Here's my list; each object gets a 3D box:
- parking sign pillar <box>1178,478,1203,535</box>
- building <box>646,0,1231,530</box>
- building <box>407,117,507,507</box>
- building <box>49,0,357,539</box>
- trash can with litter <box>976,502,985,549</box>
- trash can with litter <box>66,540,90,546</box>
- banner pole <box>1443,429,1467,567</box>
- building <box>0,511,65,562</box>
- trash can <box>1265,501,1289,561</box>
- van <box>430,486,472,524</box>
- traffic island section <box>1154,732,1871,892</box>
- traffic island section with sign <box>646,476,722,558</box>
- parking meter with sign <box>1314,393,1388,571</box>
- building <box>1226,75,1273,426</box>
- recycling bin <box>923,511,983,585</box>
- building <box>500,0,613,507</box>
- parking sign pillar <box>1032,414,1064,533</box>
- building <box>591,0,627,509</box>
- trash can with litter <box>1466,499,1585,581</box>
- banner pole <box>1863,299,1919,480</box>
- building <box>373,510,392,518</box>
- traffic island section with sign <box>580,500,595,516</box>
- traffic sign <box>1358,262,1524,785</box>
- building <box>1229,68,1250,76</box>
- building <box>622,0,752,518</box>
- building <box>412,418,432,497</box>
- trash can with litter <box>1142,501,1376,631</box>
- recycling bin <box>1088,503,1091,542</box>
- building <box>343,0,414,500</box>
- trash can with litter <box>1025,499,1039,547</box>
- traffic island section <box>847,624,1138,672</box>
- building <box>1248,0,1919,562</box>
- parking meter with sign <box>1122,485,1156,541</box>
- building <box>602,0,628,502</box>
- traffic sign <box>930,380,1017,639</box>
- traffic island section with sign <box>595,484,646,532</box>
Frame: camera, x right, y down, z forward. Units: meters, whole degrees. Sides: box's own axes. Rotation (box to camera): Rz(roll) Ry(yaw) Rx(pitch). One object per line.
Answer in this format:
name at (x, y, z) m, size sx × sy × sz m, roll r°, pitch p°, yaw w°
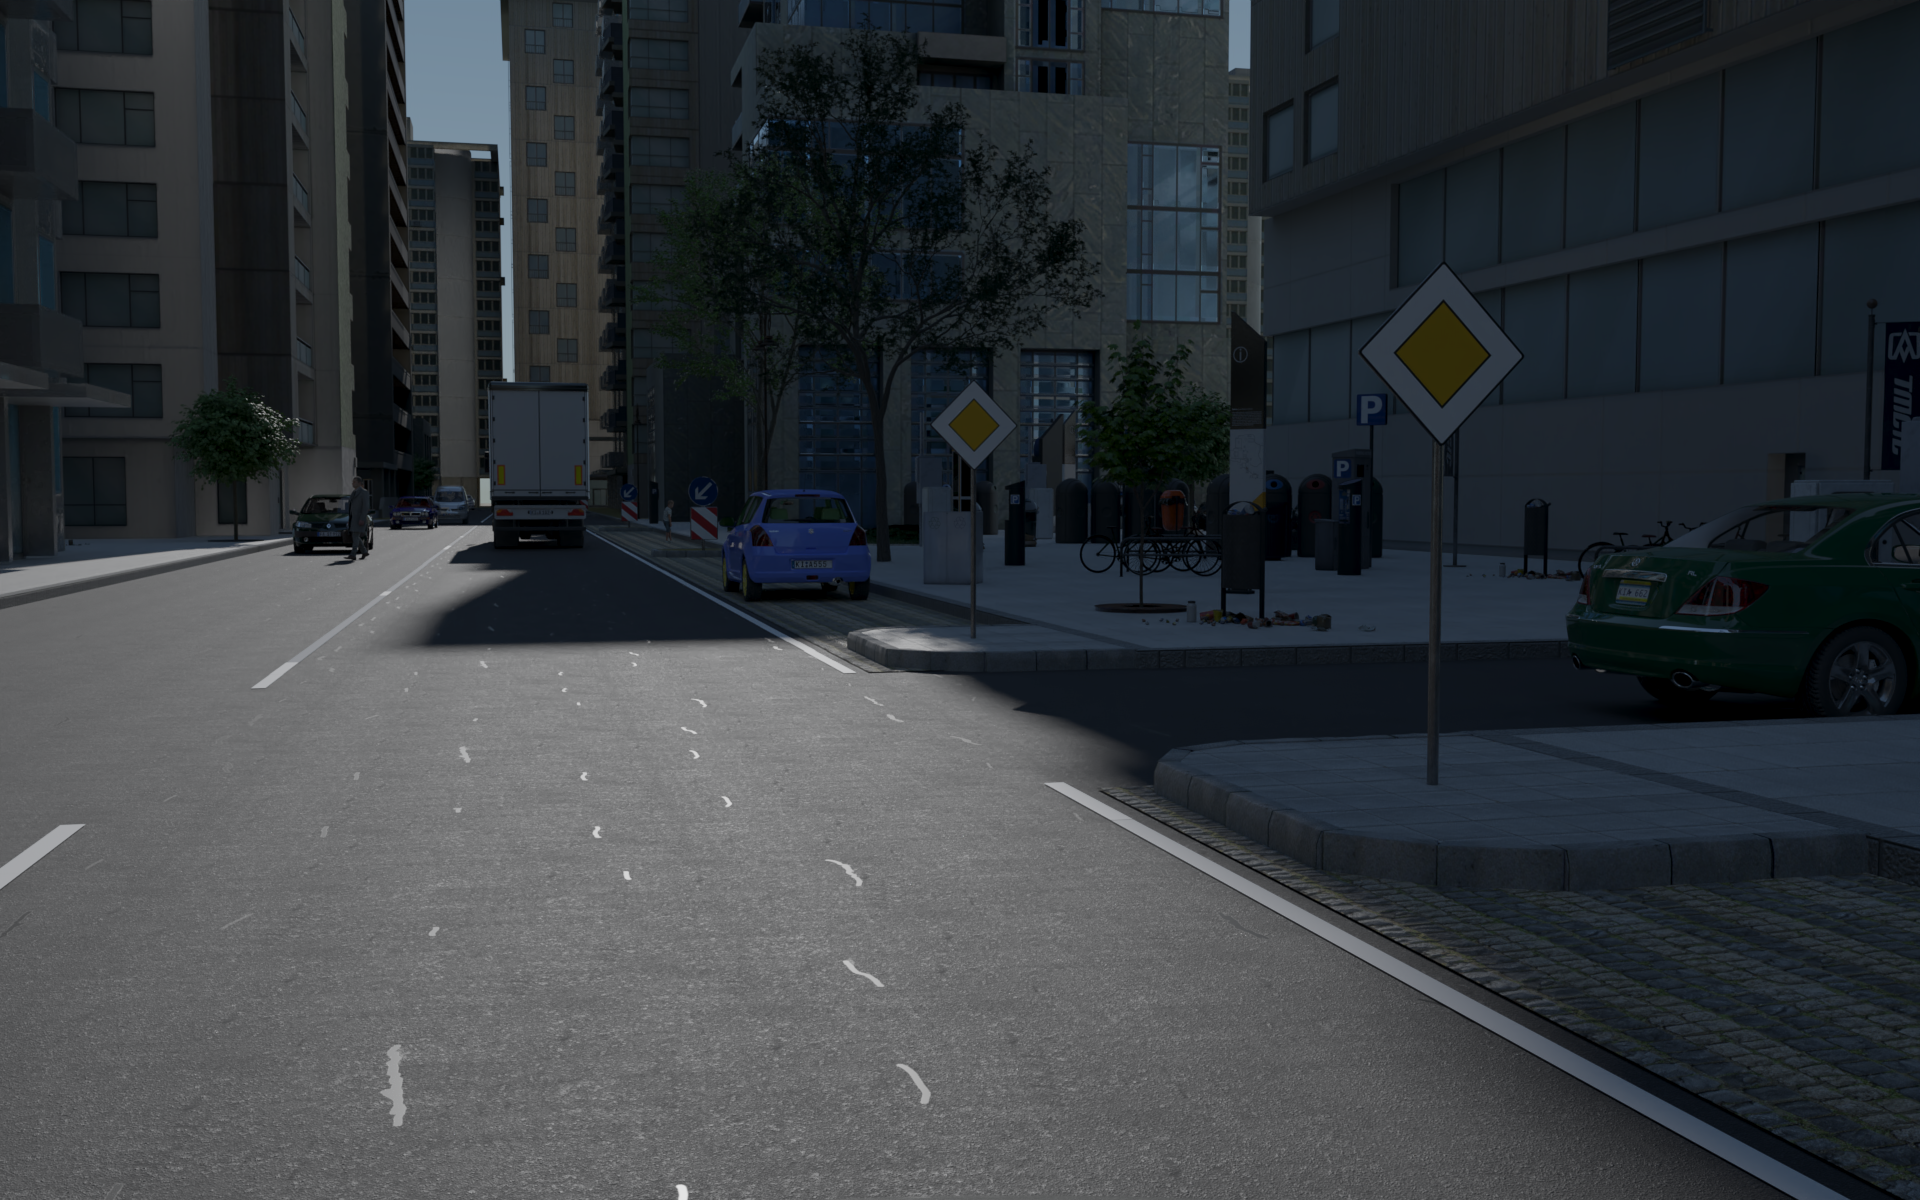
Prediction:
parking sign pillar at (6.776, -3.970, 53.375) m, size 1.447 × 3.967 × 1.447 m, roll -1°, pitch 4°, yaw -16°
building at (-1.499, -46.604, 74.654) m, size 22.319 × 86.520 × 31.000 m, roll -1°, pitch 4°, yaw -14°
building at (-59.692, -29.876, 180.349) m, size 23.993 × 40.220 × 32.217 m, roll -1°, pitch 4°, yaw -14°
building at (-27.171, -22.641, 53.775) m, size 14.154 × 41.232 × 14.086 m, roll -1°, pitch 4°, yaw -14°
trash can with litter at (0.315, -1.665, 38.612) m, size 0.624 × 1.170 × 1.055 m, roll -1°, pitch 4°, yaw -18°
trash can with litter at (-22.682, -1.939, 42.756) m, size 2.233 × 1.210 × 1.678 m, roll -3°, pitch 4°, yaw -37°
banner pole at (8.590, -2.459, 30.225) m, size 0.401 × 3.779 × 0.863 m, roll 2°, pitch 4°, yaw 35°
building at (-26.188, -24.649, 22.613) m, size 23.786 × 49.044 × 30.456 m, roll -1°, pitch 4°, yaw -14°
trash can at (5.968, -1.328, 33.373) m, size 0.748 × 1.137 × 0.748 m, roll 0°, pitch 3°, yaw 0°
van at (-24.597, -4.682, 83.570) m, size 2.013 × 2.044 × 4.112 m, roll -1°, pitch 4°, yaw -15°
traffic island section at (2.105, 0.894, 7.668) m, size 2.009 × 0.180 × 2.903 m, roll -1°, pitch 4°, yaw -14°
traffic island section with sign at (-6.078, -1.907, 39.808) m, size 1.989 × 1.847 × 2.006 m, roll -1°, pitch 4°, yaw -14°
parking meter with sign at (6.648, -2.036, 29.553) m, size 0.543 × 3.016 × 1.738 m, roll 3°, pitch 4°, yaw 39°
building at (14.565, -28.481, 157.545) m, size 23.993 × 40.220 × 32.217 m, roll -1°, pitch 4°, yaw -14°
recycling bin at (-0.094, -0.751, 24.841) m, size 0.722 × 1.027 × 0.722 m, roll 1°, pitch 4°, yaw 14°
building at (-34.314, -36.415, 184.618) m, size 27.495 × 52.752 × 28.713 m, roll -1°, pitch 4°, yaw -14°
parking sign pillar at (2.927, -4.232, 57.661) m, size 1.447 × 3.967 × 1.447 m, roll 3°, pitch 4°, yaw 36°
building at (-19.712, -32.429, 149.824) m, size 23.786 × 49.044 × 30.456 m, roll -1°, pitch 4°, yaw -14°
trash can with litter at (8.871, -0.928, 26.235) m, size 1.678 × 1.210 × 2.233 m, roll -1°, pitch 4°, yaw -17°
banner pole at (11.908, -1.970, 22.228) m, size 0.863 × 3.779 × 0.401 m, roll 1°, pitch 4°, yaw 20°
building at (-47.805, -24.530, 92.951) m, size 32.217 × 40.220 × 23.993 m, roll -1°, pitch 4°, yaw -14°
traffic island section with sign at (-24.954, -6.447, 114.034) m, size 1.989 × 1.847 × 2.006 m, roll -1°, pitch 4°, yaw -14°
traffic sign at (2.084, -0.241, 7.586) m, size 0.795 × 2.450 × 0.064 m, roll -1°, pitch 4°, yaw -14°
building at (30.697, -29.830, 171.322) m, size 14.086 × 41.232 × 14.154 m, roll -1°, pitch 4°, yaw -14°
building at (-12.230, -25.425, 99.297) m, size 14.154 × 41.232 × 14.086 m, roll -1°, pitch 4°, yaw -14°
building at (-61.081, -50.785, 143.003) m, size 31.000 × 86.520 × 22.319 m, roll -1°, pitch 4°, yaw -14°
trash can with litter at (2.982, -0.355, 16.857) m, size 1.678 × 1.210 × 2.233 m, roll -3°, pitch 5°, yaw -40°
recycling bin at (3.506, -2.091, 46.738) m, size 0.722 × 1.027 × 0.722 m, roll 2°, pitch 4°, yaw 34°
building at (-48.851, -30.122, 116.202) m, size 21.300 × 48.544 × 21.600 m, roll -1°, pitch 4°, yaw -14°
trash can with litter at (1.711, -1.892, 42.320) m, size 0.624 × 1.170 × 1.055 m, roll 0°, pitch 4°, yaw -7°
traffic island section at (0.137, 0.420, 15.408) m, size 2.009 × 0.180 × 2.903 m, roll -1°, pitch 4°, yaw -14°
building at (23.481, -27.269, 35.083) m, size 27.495 × 52.752 × 28.713 m, roll -1°, pitch 4°, yaw -14°
parking meter with sign at (5.163, -3.094, 46.855) m, size 1.738 × 3.016 × 0.543 m, roll -1°, pitch 4°, yaw -22°
building at (-13.324, -28.526, 121.028) m, size 22.147 × 44.769 × 28.867 m, roll -1°, pitch 4°, yaw -14°
traffic sign at (0.116, -0.715, 15.325) m, size 0.795 × 2.450 × 0.064 m, roll -1°, pitch 4°, yaw -14°
traffic island section with sign at (-12.858, -3.539, 66.489) m, size 1.989 × 1.847 × 2.006 m, roll -1°, pitch 4°, yaw -14°
